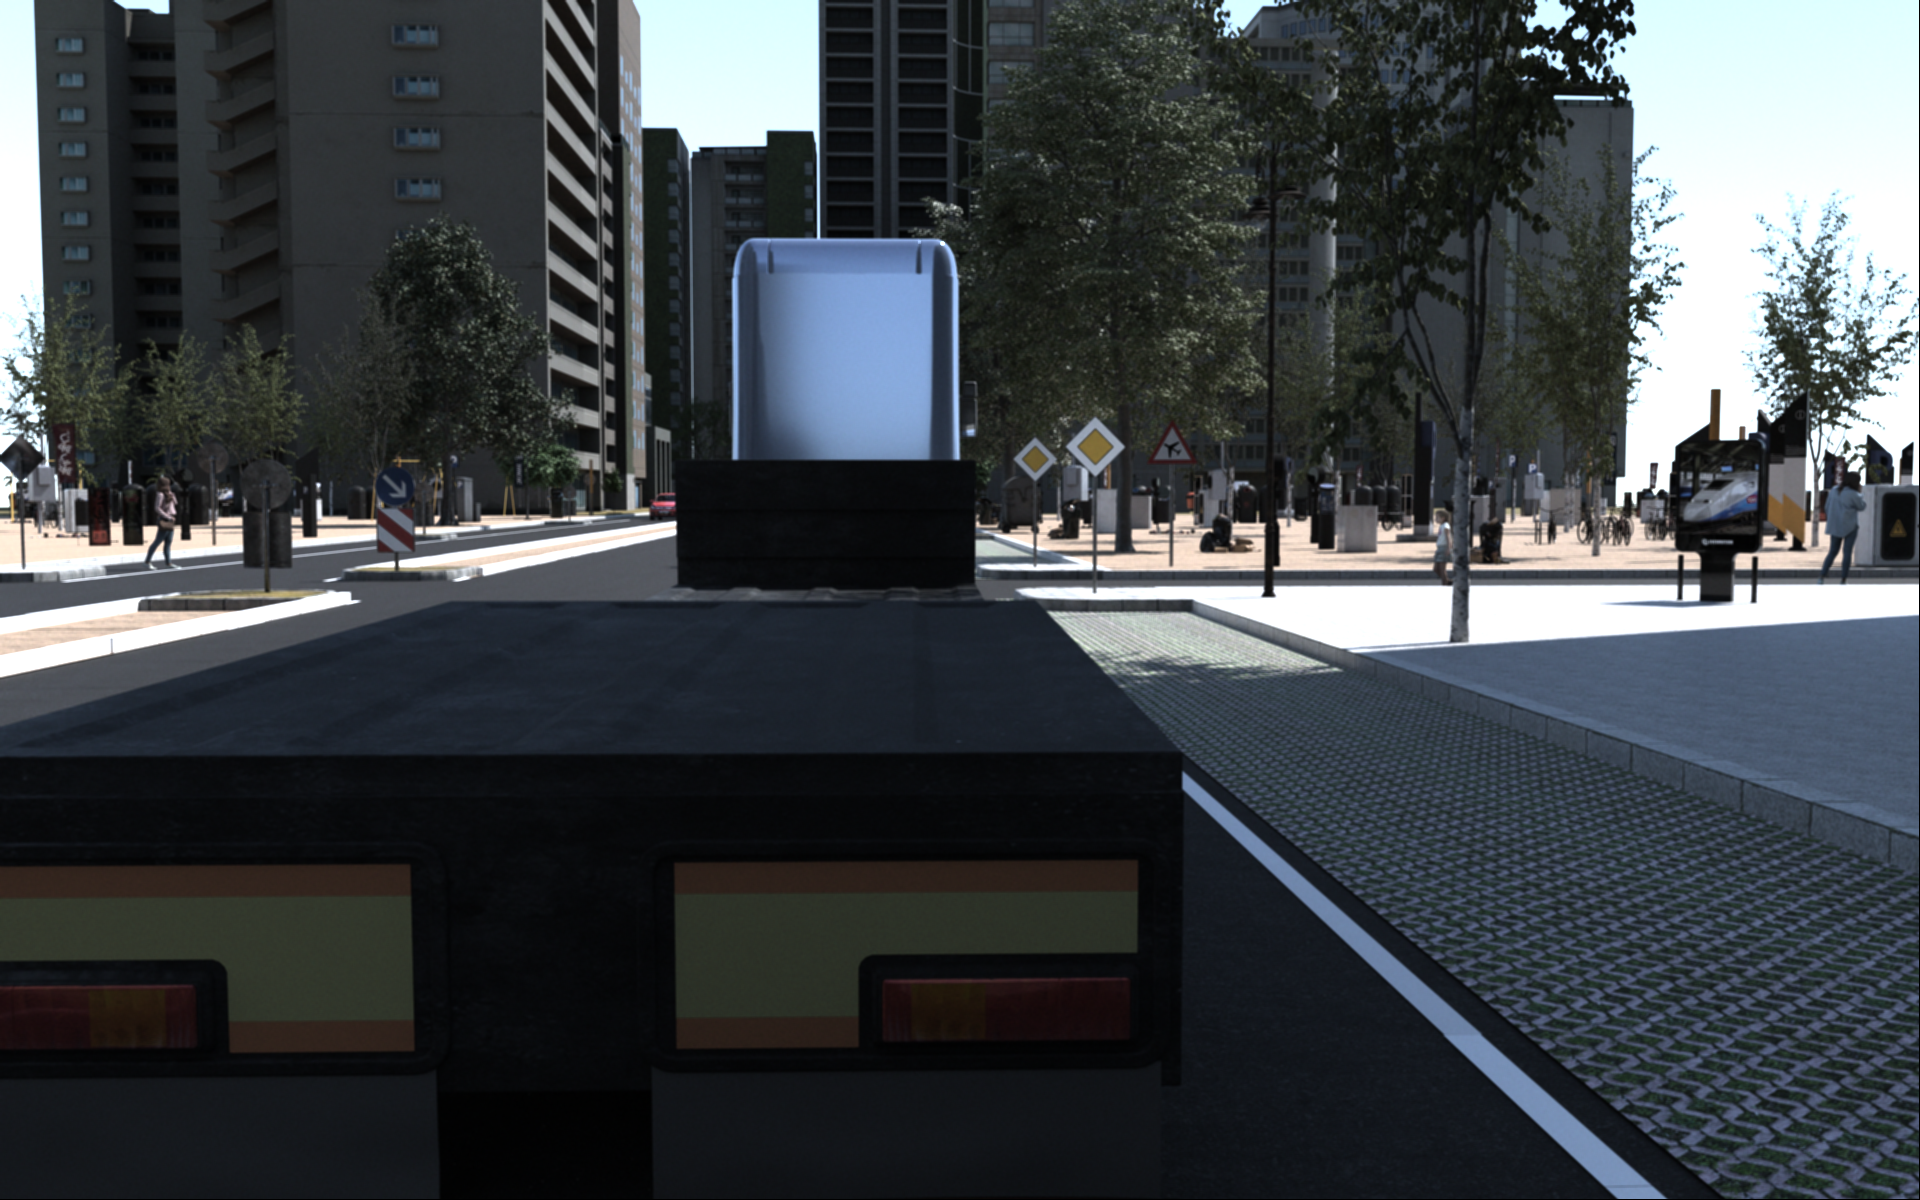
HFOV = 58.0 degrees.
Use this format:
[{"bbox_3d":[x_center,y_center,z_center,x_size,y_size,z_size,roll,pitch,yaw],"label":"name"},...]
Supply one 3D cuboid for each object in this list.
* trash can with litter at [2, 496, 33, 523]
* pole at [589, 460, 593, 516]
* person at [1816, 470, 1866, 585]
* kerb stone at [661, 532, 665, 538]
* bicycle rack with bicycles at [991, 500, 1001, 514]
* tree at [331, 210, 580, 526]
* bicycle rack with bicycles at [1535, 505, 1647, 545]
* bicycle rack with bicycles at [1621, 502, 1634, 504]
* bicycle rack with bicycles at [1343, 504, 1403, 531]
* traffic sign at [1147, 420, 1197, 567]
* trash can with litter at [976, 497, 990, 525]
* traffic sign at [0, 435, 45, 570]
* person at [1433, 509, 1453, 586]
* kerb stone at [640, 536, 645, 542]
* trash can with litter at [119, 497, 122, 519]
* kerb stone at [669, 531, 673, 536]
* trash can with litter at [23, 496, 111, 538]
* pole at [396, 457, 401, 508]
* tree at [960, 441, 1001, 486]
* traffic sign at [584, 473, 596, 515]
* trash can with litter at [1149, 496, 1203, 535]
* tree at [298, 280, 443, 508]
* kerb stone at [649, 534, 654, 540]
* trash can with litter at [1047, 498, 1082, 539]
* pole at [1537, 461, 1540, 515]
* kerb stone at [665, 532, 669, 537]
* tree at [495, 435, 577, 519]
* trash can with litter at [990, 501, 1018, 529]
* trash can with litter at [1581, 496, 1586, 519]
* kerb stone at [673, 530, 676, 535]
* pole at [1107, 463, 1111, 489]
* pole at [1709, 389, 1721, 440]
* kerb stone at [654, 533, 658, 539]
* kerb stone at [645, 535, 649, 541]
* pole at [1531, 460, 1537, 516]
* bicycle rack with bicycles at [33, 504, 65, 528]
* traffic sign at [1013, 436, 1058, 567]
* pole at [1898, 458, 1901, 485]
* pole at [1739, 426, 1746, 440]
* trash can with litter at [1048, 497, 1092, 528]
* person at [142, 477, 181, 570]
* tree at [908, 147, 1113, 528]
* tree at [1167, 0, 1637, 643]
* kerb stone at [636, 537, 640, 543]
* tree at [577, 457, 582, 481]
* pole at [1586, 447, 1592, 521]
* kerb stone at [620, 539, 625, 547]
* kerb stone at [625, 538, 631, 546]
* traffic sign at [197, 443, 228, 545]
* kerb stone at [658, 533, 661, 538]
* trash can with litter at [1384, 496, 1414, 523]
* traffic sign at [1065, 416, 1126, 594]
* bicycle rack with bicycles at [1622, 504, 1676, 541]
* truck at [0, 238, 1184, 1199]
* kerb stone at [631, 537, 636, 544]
[{"bbox_3d":[-41.748,-4.013,76.663,1.678,1.210,2.233,-1,4,-14],"label":"trash can with litter"},{"bbox_3d":[-21.861,-6.659,102.711,0.158,3.312,0.155,0,3,0],"label":"pole"},{"bbox_3d":[13.570,-1.096,26.689,0.793,1.790,0.793,2,4,27],"label":"person"},{"bbox_3d":[-9.818,-2.097,56.477,0.120,0.150,1.000,0,4,-3],"label":"kerb stone"},{"bbox_3d":[2.377,-5.502,103.342,2.925,0.926,2.852,-2,4,-33],"label":"bicycle rack with bicycles"},{"bbox_3d":[-20.862,-9.383,70.415,9.611,12.733,9.660,0,3,0],"label":"tree"},{"bbox_3d":[15.911,-1.902,44.483,2.852,0.926,2.925,1,4,16],"label":"bicycle rack with bicycles"},{"bbox_3d":[41.687,-5.692,106.449,2.925,0.926,2.852,2,4,28],"label":"bicycle rack with bicycles"},{"bbox_3d":[14.571,-2.929,61.272,2.925,0.926,2.852,-2,4,-30],"label":"bicycle rack with bicycles"},{"bbox_3d":[3.732,-1.868,30.540,0.884,2.594,0.081,0,4,0],"label":"traffic sign"},{"bbox_3d":[1.119,-3.684,71.613,0.624,1.170,1.055,2,4,34],"label":"trash can with litter"},{"bbox_3d":[-15.910,-1.574,29.372,0.795,2.450,0.064,0,4,-3],"label":"traffic sign"},{"bbox_3d":[6.995,-0.693,24.839,0.382,1.210,0.505,0,4,2],"label":"person"},{"bbox_3d":[-9.540,-1.784,51.358,0.120,0.150,1.000,0,4,-3],"label":"kerb stone"},{"bbox_3d":[-42.770,-4.655,87.162,1.678,1.210,2.233,0,4,4],"label":"trash can with litter"},{"bbox_3d":[-9.918,-2.223,58.533,0.120,0.150,1.000,0,4,-3],"label":"kerb stone"},{"bbox_3d":[-26.394,-2.465,51.357,2.233,1.210,1.678,-2,4,-34],"label":"trash can with litter"},{"bbox_3d":[-27.076,-5.486,83.543,0.158,3.312,0.155,0,3,0],"label":"pole"},{"bbox_3d":[0.508,-6.613,91.844,4.285,4.588,4.351,0,3,0],"label":"tree"},{"bbox_3d":[-22.381,-6.396,104.686,0.768,2.556,0.104,0,4,5],"label":"traffic sign"},{"bbox_3d":[6.987,-2.741,55.872,2.233,1.210,1.678,-1,4,-23],"label":"trash can with litter"},{"bbox_3d":[-20.162,-6.676,59.514,4.360,8.622,3.978,0,3,0],"label":"tree"},{"bbox_3d":[-9.652,-1.907,53.405,0.120,0.150,1.000,0,4,-3],"label":"kerb stone"},{"bbox_3d":[2.951,-2.327,49.426,1.055,1.170,0.624,3,5,41],"label":"trash can with litter"},{"bbox_3d":[35.503,-6.891,106.507,0.158,3.312,0.155,0,3,0],"label":"pole"},{"bbox_3d":[-9.868,-2.157,57.512,0.120,0.150,1.000,0,4,-3],"label":"kerb stone"},{"bbox_3d":[-22.259,-6.437,88.967,4.285,4.588,4.351,0,3,0],"label":"tree"},{"bbox_3d":[1.713,-3.155,62.967,0.624,1.170,1.055,-2,4,-27],"label":"trash can with litter"},{"bbox_3d":[31.847,-4.704,88.290,0.624,1.170,1.055,0,4,5],"label":"trash can with litter"},{"bbox_3d":[-9.976,-2.276,59.555,0.120,0.150,1.000,0,4,-3],"label":"kerb stone"},{"bbox_3d":[7.528,-5.746,87.786,0.158,3.312,0.155,0,3,0],"label":"pole"},{"bbox_3d":[14.612,-2.431,33.584,0.158,3.312,0.155,0,3,0],"label":"pole"},{"bbox_3d":[-9.702,-1.971,54.425,0.120,0.150,1.000,0,4,-3],"label":"kerb stone"},{"bbox_3d":[-9.596,-1.844,52.384,0.120,0.150,1.000,0,4,-3],"label":"kerb stone"},{"bbox_3d":[33.779,-6.630,102.246,0.158,3.312,0.155,0,3,0],"label":"pole"},{"bbox_3d":[-33.941,-3.213,65.922,2.852,0.926,2.925,-2,4,-30],"label":"bicycle rack with bicycles"},{"bbox_3d":[1.311,-1.628,30.264,0.795,2.450,0.064,0,4,-3],"label":"traffic sign"},{"bbox_3d":[53.235,-6.376,98.092,0.158,3.312,0.155,0,3,0],"label":"pole"},{"bbox_3d":[23.339,-3.542,51.754,0.158,3.312,0.155,0,3,0],"label":"pole"},{"bbox_3d":[4.390,-3.313,65.224,2.233,1.210,1.678,2,4,35],"label":"trash can with litter"},{"bbox_3d":[-15.185,-1.456,32.893,0.643,1.750,0.593,-1,4,-16],"label":"person"},{"bbox_3d":[1.789,-9.659,64.584,9.857,13.997,8.962,0,3,0],"label":"tree"},{"bbox_3d":[4.170,-3.950,14.939,4.737,8.622,4.395,0,3,0],"label":"tree"},{"bbox_3d":[-9.493,-1.717,50.332,0.120,0.150,1.000,0,4,-3],"label":"kerb stone"},{"bbox_3d":[-22.779,-6.909,96.674,4.285,4.588,4.351,0,3,0],"label":"tree"},{"bbox_3d":[26.472,-4.836,72.912,0.158,3.312,0.155,0,3,0],"label":"pole"},{"bbox_3d":[-9.332,-1.532,47.246,0.120,0.150,1.000,0,4,-3],"label":"kerb stone"},{"bbox_3d":[-9.376,-1.595,48.278,0.120,0.150,1.000,0,4,-3],"label":"kerb stone"},{"bbox_3d":[-18.711,-2.647,43.378,0.768,2.556,0.104,0,4,-1],"label":"traffic sign"},{"bbox_3d":[-9.763,-2.034,55.446,0.120,0.150,1.000,0,4,-3],"label":"kerb stone"},{"bbox_3d":[19.821,-4.085,77.844,2.233,1.210,1.678,1,4,22],"label":"trash can with litter"},{"bbox_3d":[1.735,-1.141,22.291,0.795,2.450,0.064,0,4,-3],"label":"traffic sign"},{"bbox_3d":[19.388,-2.192,49.229,2.852,0.926,2.925,3,5,44],"label":"bicycle rack with bicycles"},{"bbox_3d":[-1.046,-1.392,12.513,2.967,4.110,18.799,0,4,-2],"label":"truck"},{"bbox_3d":[-9.437,-1.658,49.311,0.120,0.150,1.000,0,4,-3],"label":"kerb stone"}]
